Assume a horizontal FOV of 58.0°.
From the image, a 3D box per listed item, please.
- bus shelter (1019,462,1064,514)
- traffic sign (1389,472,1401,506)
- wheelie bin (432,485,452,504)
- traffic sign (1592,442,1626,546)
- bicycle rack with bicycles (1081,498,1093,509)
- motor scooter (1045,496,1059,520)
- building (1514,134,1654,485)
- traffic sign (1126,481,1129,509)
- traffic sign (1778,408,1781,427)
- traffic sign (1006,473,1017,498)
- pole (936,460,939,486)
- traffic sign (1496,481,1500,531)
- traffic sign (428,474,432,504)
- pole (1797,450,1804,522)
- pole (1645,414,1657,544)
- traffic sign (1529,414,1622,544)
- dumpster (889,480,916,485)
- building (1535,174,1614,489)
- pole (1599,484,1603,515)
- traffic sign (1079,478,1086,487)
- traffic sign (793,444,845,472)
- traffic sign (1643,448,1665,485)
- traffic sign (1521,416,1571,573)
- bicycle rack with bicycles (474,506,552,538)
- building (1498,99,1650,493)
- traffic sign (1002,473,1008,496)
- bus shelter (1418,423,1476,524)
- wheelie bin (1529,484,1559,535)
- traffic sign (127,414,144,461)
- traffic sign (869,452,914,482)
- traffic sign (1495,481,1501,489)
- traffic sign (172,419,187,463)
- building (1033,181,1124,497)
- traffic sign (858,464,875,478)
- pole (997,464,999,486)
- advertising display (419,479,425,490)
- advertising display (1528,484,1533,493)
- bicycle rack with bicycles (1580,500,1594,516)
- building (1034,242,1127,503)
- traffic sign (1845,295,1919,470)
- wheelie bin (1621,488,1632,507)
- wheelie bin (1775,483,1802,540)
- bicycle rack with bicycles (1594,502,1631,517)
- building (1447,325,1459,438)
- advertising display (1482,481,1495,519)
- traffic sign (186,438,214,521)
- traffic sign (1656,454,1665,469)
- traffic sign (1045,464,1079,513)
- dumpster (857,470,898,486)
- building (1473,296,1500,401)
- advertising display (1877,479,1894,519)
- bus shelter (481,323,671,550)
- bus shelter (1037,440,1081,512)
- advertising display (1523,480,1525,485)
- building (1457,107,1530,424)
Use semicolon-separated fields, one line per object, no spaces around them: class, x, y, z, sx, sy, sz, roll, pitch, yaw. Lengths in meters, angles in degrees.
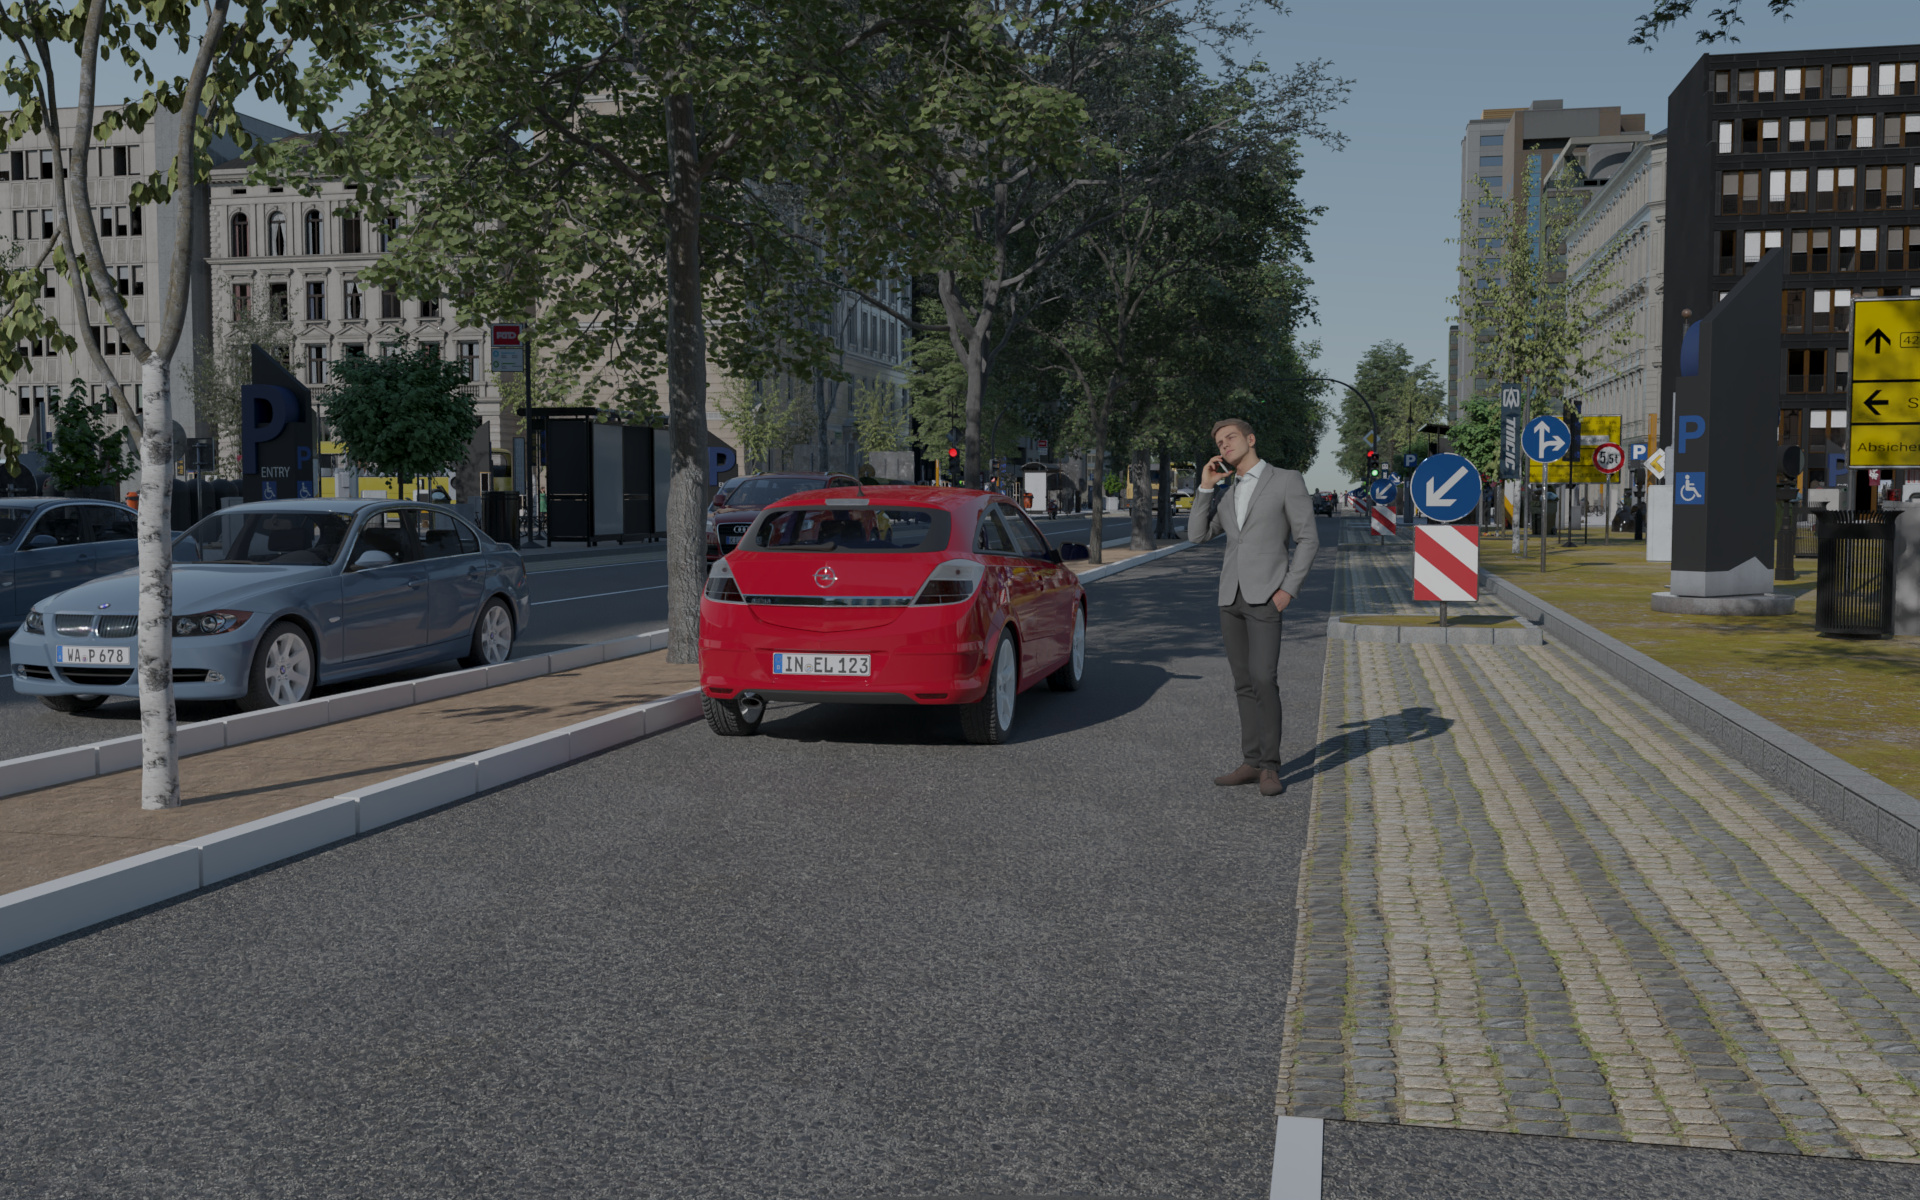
bus shelter;5.272;-7.217;111.924;2.014;3.302;5.546;1;4;13
traffic sign;24.551;-5.965;97.631;0.768;2.556;0.104;1;4;15
wheelie bin;-18.275;-3.239;60.862;0.693;1.594;0.980;-2;4;-33
traffic sign;15.983;-2.606;42.721;0.768;2.556;0.104;1;4;16
bicycle rack with bicycles;10.976;-8.050;144.994;2.925;0.926;2.852;-3;5;-42
motor scooter;5.148;-5.107;96.273;0.815;1.314;1.986;1;4;12
building;73.477;-29.647;176.603;32.217;40.220;23.993;1;4;12
traffic sign;14.939;-9.366;153.238;0.768;2.556;0.104;1;4;19
traffic sign;9.103;-1.227;20.168;0.768;2.556;0.104;1;4;22
traffic sign;3.013;-6.342;103.802;0.768;2.556;0.104;1;4;15
pole;-1.270;-6.411;98.663;0.158;3.312;0.155;0;3;0
traffic sign;17.152;-3.369;55.190;0.768;2.556;0.104;1;4;17
traffic sign;-12.080;-2.408;39.473;0.768;2.556;0.104;1;4;18
pole;38.625;-5.247;79.637;0.158;3.312;0.155;0;3;0
pole;17.599;-3.073;44.091;0.158;3.312;0.155;0;3;0
traffic sign;15.775;-3.096;44.498;2.265;3.308;0.079;1;4;14
dumpster;-2.468;-4.044;71.874;1.264;1.857;1.865;1;4;12
building;60.647;-23.765;160.258;14.160;30.474;14.107;1;4;12
pole;40.250;-7.022;108.658;0.158;3.312;0.155;0;3;0
traffic sign;9.639;-8.446;138.196;0.768;2.556;0.104;1;4;17
traffic sign;-5.771;-4.710;70.882;2.265;3.308;0.079;1;4;17
traffic sign;17.503;-2.580;43.375;0.795;2.450;0.064;1;4;18
traffic sign;9.528;-1.720;28.222;0.768;2.556;0.104;1;4;17
bicycle rack with bicycles;-12.962;-2.334;51.541;2.925;0.926;2.852;2;4;25
building;69.218;-33.443;196.908;14.600;45.320;14.200;1;4;12
traffic sign;2.877;-6.425;105.160;0.768;2.556;0.104;1;4;21
bus shelter;16.966;-4.224;60.340;1.731;3.624;6.357;1;4;12
wheelie bin;18.361;-2.845;54.428;0.693;1.594;0.980;-2;4;-31
traffic sign;-12.849;-1.666;27.338;0.768;2.556;0.104;1;4;19
traffic sign;-3.296;-5.459;83.135;2.265;3.308;0.079;1;4;16
traffic sign;26.834;-5.302;86.788;0.768;2.556;0.104;1;4;22
traffic sign;-13.360;-1.778;29.173;0.768;2.556;0.104;1;4;14
building;17.901;-42.886;290.421;28.713;52.752;27.495;1;4;12
traffic sign;-3.933;-4.457;72.981;0.768;2.556;0.104;1;4;18
pole;2.350;-6.898;106.631;0.158;3.312;0.155;0;3;0
advertising display;-22.911;-4.184;73.626;0.123;1.923;0.974;-2;4;-28
advertising display;35.830;-6.397;109.799;0.974;1.923;0.123;-1;4;-11
bicycle rack with bicycles;35.671;-5.294;99.933;2.925;0.926;2.852;1;4;19
building;10.321;-35.110;265.931;32.217;40.220;23.993;1;4;12
traffic sign;10.285;-1.456;17.682;2.265;3.308;0.079;1;4;17
wheelie bin;35.144;-5.067;90.745;0.980;1.594;0.693;2;4;27
wheelie bin;23.273;-2.506;48.873;0.980;1.594;0.693;0;4;3
bicycle rack with bicycles;33.735;-4.447;86.098;2.852;0.926;2.925;-1;4;-11
building;89.578;-31.875;292.851;14.160;30.474;14.107;1;4;12
advertising display;26.886;-5.080;88.271;0.123;1.923;0.974;-2;4;-27
traffic sign;-13.820;-1.796;31.500;0.606;2.300;0.079;1;4;18
traffic sign;16.776;-2.419;40.730;0.795;2.450;0.064;1;4;19
traffic sign;6.799;-7.439;115.495;2.265;3.308;0.079;1;4;13
dumpster;-3.600;-4.134;70.089;1.502;2.255;1.985;1;4;12
building;81.287;-29.281;250.438;14.160;30.474;14.107;1;4;12
advertising display;40.143;-4.276;75.130;0.123;1.923;0.974;0;4;-5
bus shelter;-9.379;-4.009;43.175;2.179;5.291;8.768;1;4;12
bus shelter;7.359;-9.344;130.413;2.179;5.291;8.768;1;4;13
advertising display;25.380;-4.478;78.432;0.123;1.923;0.974;2;4;30
building;88.614;-44.516;269.842;21.231;58.520;28.212;1;4;12
